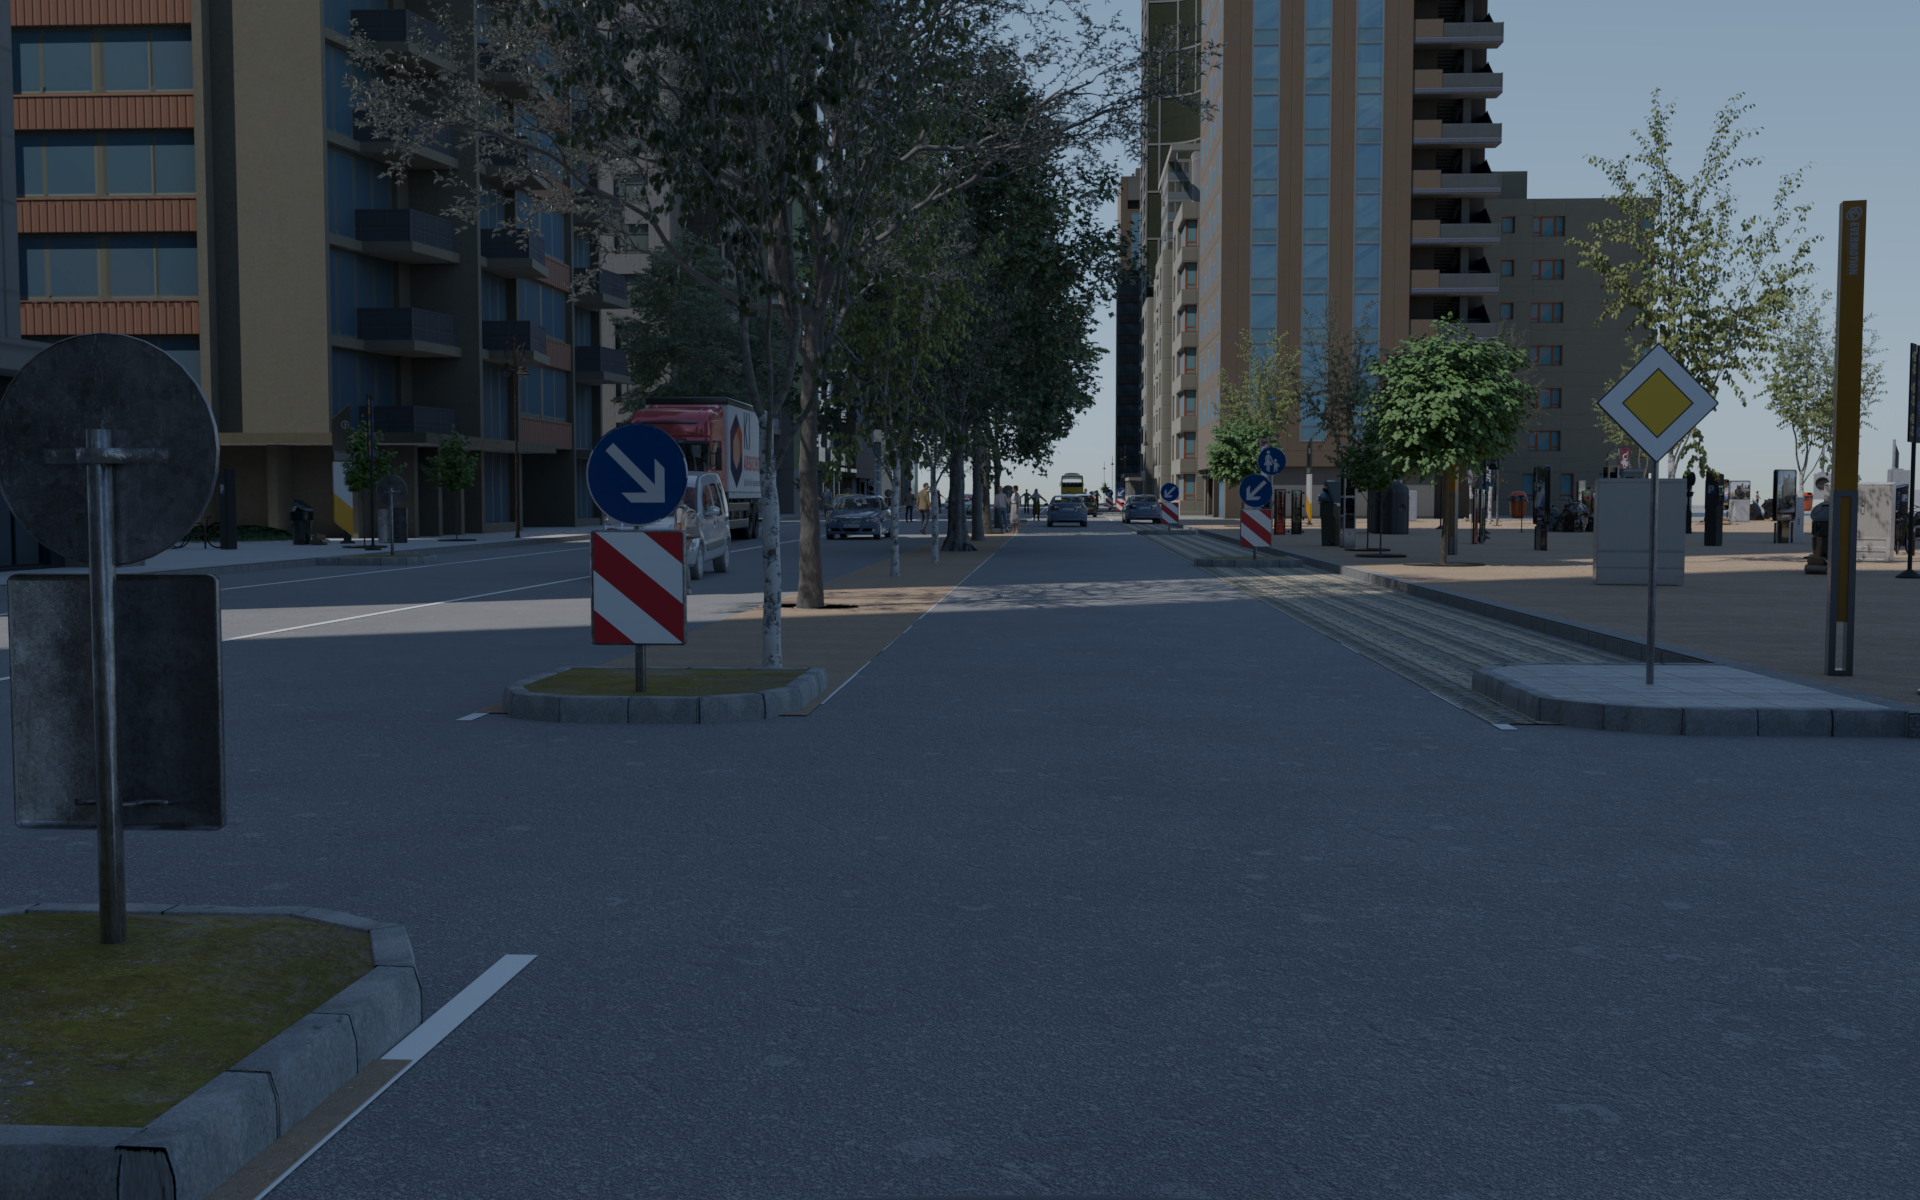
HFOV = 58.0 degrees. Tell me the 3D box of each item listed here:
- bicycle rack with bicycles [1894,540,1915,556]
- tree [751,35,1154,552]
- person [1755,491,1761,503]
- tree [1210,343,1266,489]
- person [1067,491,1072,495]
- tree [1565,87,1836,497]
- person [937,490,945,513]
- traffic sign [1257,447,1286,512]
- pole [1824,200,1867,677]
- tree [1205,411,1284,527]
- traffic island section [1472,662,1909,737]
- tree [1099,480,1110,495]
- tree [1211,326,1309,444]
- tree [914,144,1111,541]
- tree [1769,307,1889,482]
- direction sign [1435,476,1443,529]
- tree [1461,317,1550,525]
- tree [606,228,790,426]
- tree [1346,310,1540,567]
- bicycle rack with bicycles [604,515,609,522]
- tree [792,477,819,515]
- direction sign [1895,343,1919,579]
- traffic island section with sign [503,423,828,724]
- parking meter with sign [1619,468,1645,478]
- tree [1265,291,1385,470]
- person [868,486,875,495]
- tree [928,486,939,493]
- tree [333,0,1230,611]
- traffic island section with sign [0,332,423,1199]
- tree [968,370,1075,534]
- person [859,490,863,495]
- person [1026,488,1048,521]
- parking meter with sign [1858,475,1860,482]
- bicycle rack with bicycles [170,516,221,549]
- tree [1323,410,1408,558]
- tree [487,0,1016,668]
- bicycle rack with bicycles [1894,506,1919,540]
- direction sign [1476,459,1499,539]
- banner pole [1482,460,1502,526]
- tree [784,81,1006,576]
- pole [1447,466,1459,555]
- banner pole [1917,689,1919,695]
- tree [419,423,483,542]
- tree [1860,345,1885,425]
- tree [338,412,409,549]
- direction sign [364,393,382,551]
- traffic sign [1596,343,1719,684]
[{"bbox_3d":[19.768,-1.456,37.183,2.852,0.926,2.925,3,4,36],"label":"bicycle rack with bicycles"},{"bbox_3d":[-0.066,-7.546,42.841,9.611,12.733,9.660,0,3,0],"label":"tree"},{"bbox_3d":[75.350,-9.435,163.470,0.721,1.736,1.217,3,5,43],"label":"person"},{"bbox_3d":[14.168,-8.032,81.686,4.360,8.622,3.978,0,3,0],"label":"tree"},{"bbox_3d":[9.825,-8.901,154.970,0.756,1.711,0.436,2,4,30],"label":"person"},{"bbox_3d":[13.473,-4.993,32.004,4.737,8.622,4.395,0,3,0],"label":"tree"},{"bbox_3d":[-1.554,-7.393,130.100,1.217,1.743,0.721,-2,4,-25],"label":"person"},{"bbox_3d":[8.425,-2.861,46.880,0.768,2.556,0.104,0,4,5],"label":"traffic sign"},{"bbox_3d":[6.221,-1.121,12.164,0.158,3.312,0.155,0,3,0],"label":"pole"},{"bbox_3d":[11.134,-5.170,68.251,4.285,4.588,4.351,0,3,0],"label":"tree"},{"bbox_3d":[4.677,0.647,11.702,2.009,0.180,2.903,0,4,3],"label":"traffic island section"},{"bbox_3d":[20.341,-15.143,242.191,1.663,3.219,1.824,0,3,0],"label":"tree"},{"bbox_3d":[13.127,-7.627,75.062,4.737,8.622,4.395,0,3,0],"label":"tree"},{"bbox_3d":[0.626,-8.044,52.105,7.486,12.596,7.792,0,3,0],"label":"tree"},{"bbox_3d":[34.060,-7.161,67.451,4.360,8.622,3.978,0,3,0],"label":"tree"},{"bbox_3d":[17.618,-4.365,63.372,0.876,3.537,0.379,0,4,3],"label":"direction sign"},{"bbox_3d":[22.493,-7.497,72.937,4.360,8.622,3.978,0,3,0],"label":"tree"},{"bbox_3d":[-12.262,-10.785,82.986,9.857,13.997,8.962,0,3,0],"label":"tree"},{"bbox_3d":[8.637,-2.897,31.078,4.285,4.588,4.351,0,3,0],"label":"tree"},{"bbox_3d":[-15.333,-4.045,79.512,2.852,0.926,2.925,1,4,18],"label":"bicycle rack with bicycles"},{"bbox_3d":[-9.694,-6.961,108.419,1.663,3.219,1.824,0,3,0],"label":"tree"},{"bbox_3d":[14.484,-2.099,26.316,0.379,3.537,0.876,3,4,39],"label":"direction sign"},{"bbox_3d":[-2.027,-0.221,11.756,2.006,1.907,1.989,0,4,3],"label":"traffic island section with sign"},{"bbox_3d":[19.697,-3.346,50.964,1.738,3.016,0.543,0,4,0],"label":"parking meter with sign"},{"bbox_3d":[13.680,-6.824,61.936,4.360,8.622,3.978,0,3,0],"label":"tree"},{"bbox_3d":[-4.591,-4.943,88.949,0.705,1.869,1.348,2,4,25],"label":"person"},{"bbox_3d":[-3.318,-14.044,224.228,1.663,3.219,1.824,0,3,0],"label":"tree"},{"bbox_3d":[-1.896,-6.643,21.439,12.009,13.543,11.850,0,3,0],"label":"tree"},{"bbox_3d":[-2.472,0.231,4.362,2.006,1.907,1.989,0,4,3],"label":"traffic island section with sign"},{"bbox_3d":[1.500,-8.785,71.845,9.928,11.665,9.643,0,3,0],"label":"tree"},{"bbox_3d":[-7.043,-6.902,122.062,1.217,1.735,0.721,0,4,-2],"label":"person"},{"bbox_3d":[4.102,-5.093,92.509,1.217,1.736,0.721,-1,4,-13],"label":"person"},{"bbox_3d":[32.225,-4.058,62.606,0.543,3.016,1.738,3,5,43],"label":"parking meter with sign"},{"bbox_3d":[-18.862,-1.632,40.066,2.925,0.926,2.852,1,4,12],"label":"bicycle rack with bicycles"},{"bbox_3d":[8.461,-2.488,35.286,1.663,3.219,1.824,0,3,0],"label":"tree"},{"bbox_3d":[-1.492,-3.698,13.281,4.360,8.622,3.978,0,3,0],"label":"tree"},{"bbox_3d":[29.228,-2.373,52.183,2.852,0.926,2.925,1,4,8],"label":"bicycle rack with bicycles"},{"bbox_3d":[15.023,-3.523,49.598,0.379,3.537,0.876,-2,4,-29],"label":"direction sign"},{"bbox_3d":[21.369,-4.866,69.572,0.863,3.779,0.401,0,4,4],"label":"banner pole"},{"bbox_3d":[-1.159,-4.722,30.016,4.737,8.622,4.395,0,3,0],"label":"tree"},{"bbox_3d":[10.391,-2.606,36.452,0.158,3.312,0.155,0,3,0],"label":"pole"},{"bbox_3d":[6.495,-1.285,11.021,0.863,3.779,0.401,-2,4,-35],"label":"banner pole"},{"bbox_3d":[-13.874,-3.216,47.182,1.663,3.219,1.824,0,3,0],"label":"tree"},{"bbox_3d":[28.684,-6.621,58.618,4.737,8.622,4.395,0,3,0],"label":"tree"},{"bbox_3d":[-14.216,-2.842,41.071,1.663,3.219,1.824,0,3,0],"label":"tree"},{"bbox_3d":[-13.399,-2.901,39.429,0.379,3.537,0.876,-1,4,-10],"label":"direction sign"},{"bbox_3d":[4.653,-0.488,11.627,0.795,2.450,0.064,0,4,3],"label":"traffic sign"}]
